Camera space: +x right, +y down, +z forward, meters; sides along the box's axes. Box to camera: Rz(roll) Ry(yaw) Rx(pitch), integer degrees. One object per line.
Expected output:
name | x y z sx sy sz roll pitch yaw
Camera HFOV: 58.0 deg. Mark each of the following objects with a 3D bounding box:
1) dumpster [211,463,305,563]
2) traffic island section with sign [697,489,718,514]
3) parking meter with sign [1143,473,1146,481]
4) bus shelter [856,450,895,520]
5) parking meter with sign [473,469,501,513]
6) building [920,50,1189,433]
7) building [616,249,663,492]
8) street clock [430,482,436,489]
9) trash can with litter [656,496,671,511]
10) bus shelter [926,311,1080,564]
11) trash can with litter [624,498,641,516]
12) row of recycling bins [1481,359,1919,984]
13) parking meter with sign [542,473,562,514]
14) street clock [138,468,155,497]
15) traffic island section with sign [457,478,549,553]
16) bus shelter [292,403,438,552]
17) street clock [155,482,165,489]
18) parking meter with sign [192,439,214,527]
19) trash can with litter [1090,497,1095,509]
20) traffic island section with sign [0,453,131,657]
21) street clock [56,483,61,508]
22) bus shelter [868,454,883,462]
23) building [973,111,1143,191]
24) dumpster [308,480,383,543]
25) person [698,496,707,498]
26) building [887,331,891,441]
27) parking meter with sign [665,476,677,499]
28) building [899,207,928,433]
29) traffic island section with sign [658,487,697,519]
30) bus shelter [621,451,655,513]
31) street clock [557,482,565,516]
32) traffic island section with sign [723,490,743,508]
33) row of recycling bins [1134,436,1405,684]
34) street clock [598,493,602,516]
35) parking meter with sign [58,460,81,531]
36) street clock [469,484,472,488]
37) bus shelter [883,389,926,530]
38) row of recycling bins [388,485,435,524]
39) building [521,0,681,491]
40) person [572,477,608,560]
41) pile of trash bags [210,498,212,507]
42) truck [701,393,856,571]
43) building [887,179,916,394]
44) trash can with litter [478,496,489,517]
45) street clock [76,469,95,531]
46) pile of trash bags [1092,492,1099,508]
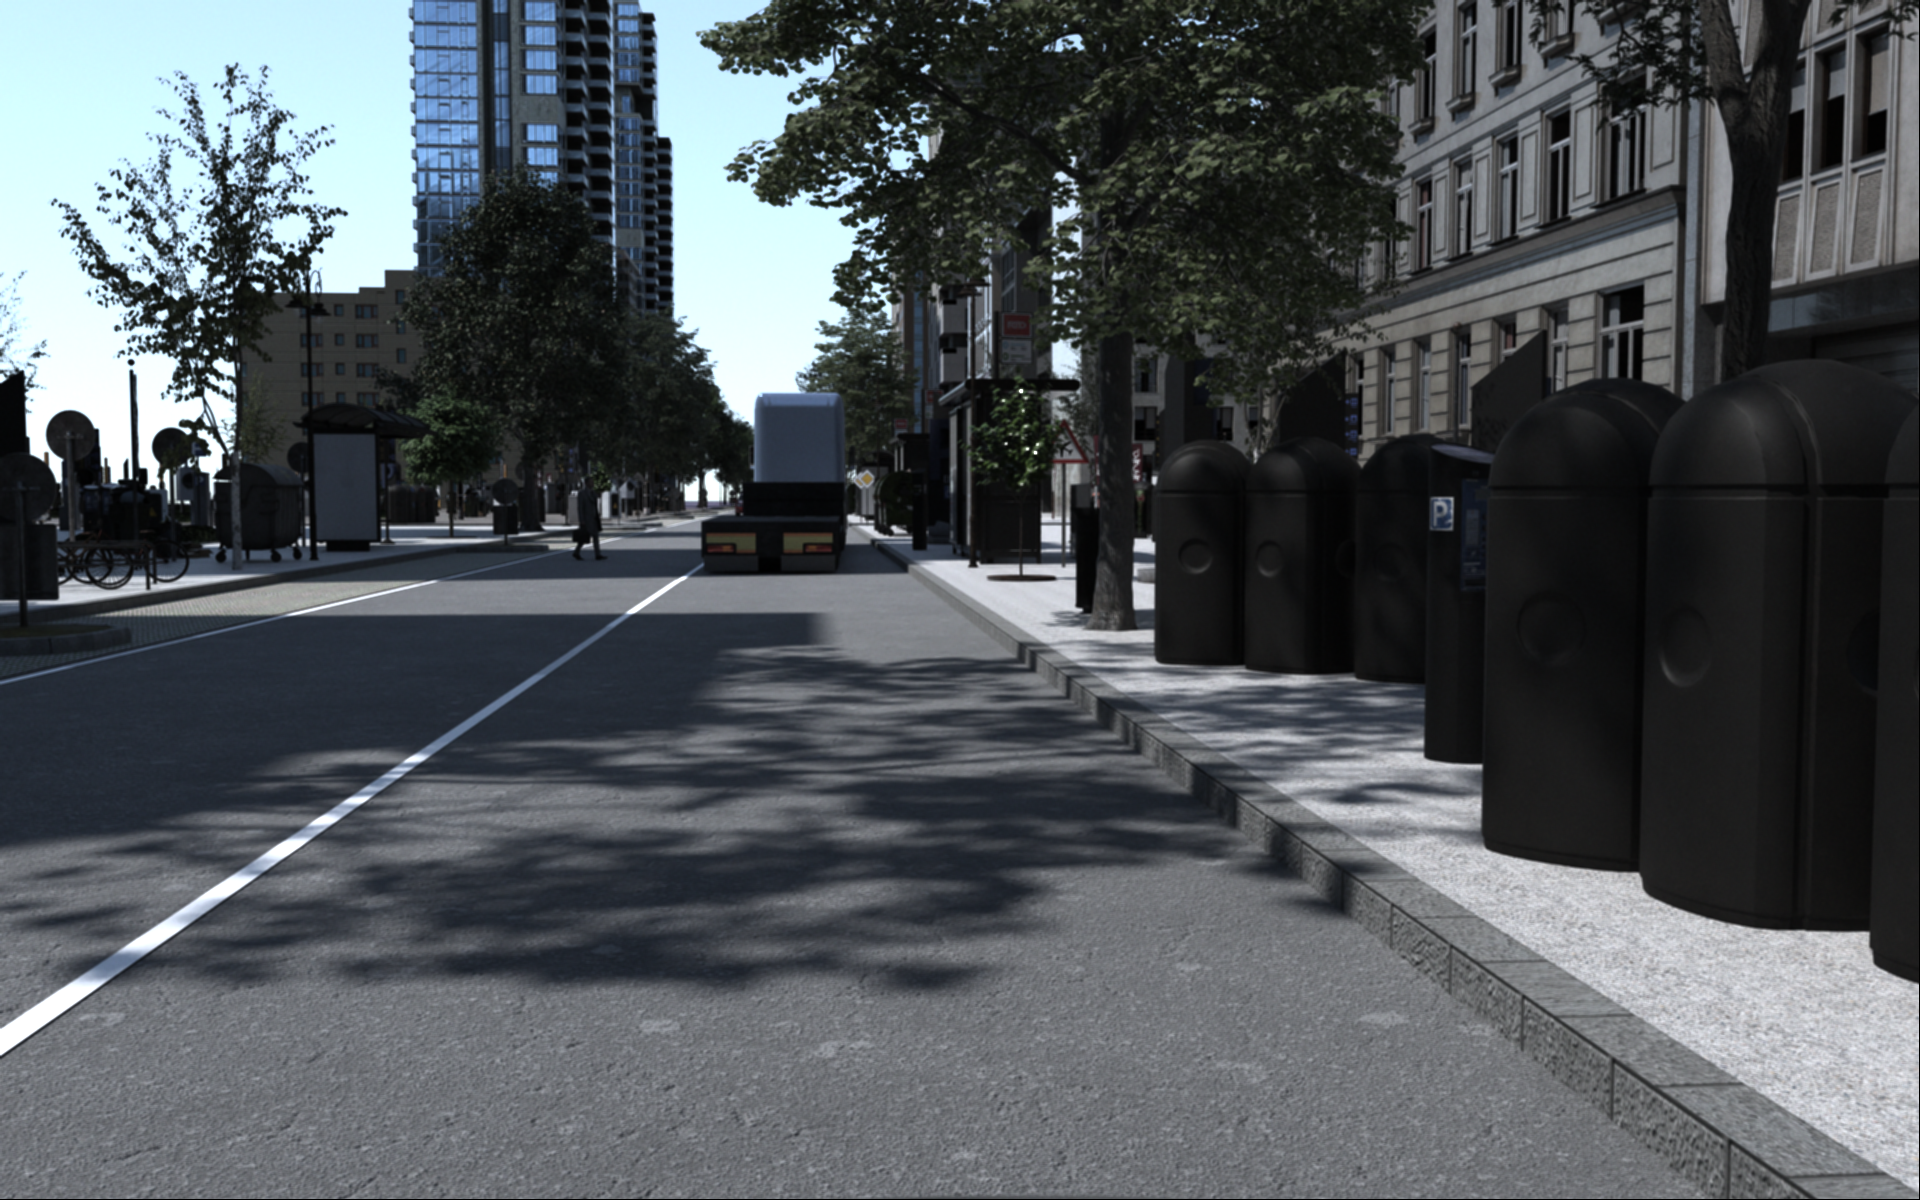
dumpster | -13.408 -1.672 33.099 1.264 1.857 1.865 0 4 -5
traffic island section with sign | -18.658 -7.188 126.158 1.989 1.847 2.006 0 4 -5
parking meter with sign | 6.336 -4.055 62.558 1.738 3.016 0.543 3 5 43
bus shelter | -3.891 -5.389 82.027 2.014 3.302 5.546 0 4 -5
parking meter with sign | -32.703 -7.591 120.380 1.738 3.016 0.543 -1 4 -8
building | 10.514 -37.636 204.590 28.713 52.752 27.495 0 4 -5
building | -60.467 -34.432 254.843 32.217 40.220 23.993 0 4 -5
street clock | -32.633 -6.270 107.084 0.471 2.002 0.358 0 4 -2
trash can with litter | -21.971 -7.177 128.737 1.055 1.170 0.624 2 4 28
bus shelter | 0.767 -3.554 35.737 2.179 5.291 8.768 0 4 -5
trash can with litter | -19.185 -5.514 101.549 1.055 1.170 0.624 0 4 -7
row of recycling bins | 2.818 0.131 4.970 1.069 1.692 3.534 -1 4 -23
parking meter with sign | -26.385 -7.047 111.480 0.543 3.016 1.738 2 4 34
street clock | -22.667 -2.661 48.085 0.358 2.002 0.471 -1 4 -22
traffic island section with sign | -11.269 -2.095 42.876 1.989 1.847 2.006 0 4 -5
bus shelter | -13.989 -2.888 41.138 2.014 3.302 5.546 0 4 -5
street clock | -46.335 -5.875 100.623 0.358 2.002 0.471 -1 4 -10
parking meter with sign | -24.512 -3.655 56.027 0.543 3.016 1.738 -1 4 -16
trash can with litter | 6.188 -4.097 78.366 1.055 1.170 0.624 2 4 29
traffic island section with sign | -8.900 -0.452 16.025 1.989 1.847 2.006 0 4 -5
street clock | -58.262 -6.566 111.921 0.358 2.002 0.471 -1 4 -16
bus shelter | -3.611 -6.834 89.360 2.179 5.291 8.768 0 4 -5
building | 14.402 -29.819 179.426 32.217 40.220 23.993 0 4 -5
dumpster | -16.253 -2.650 45.820 1.502 2.255 1.985 0 4 -5
person | -34.062 -13.451 229.152 1.217 1.736 0.721 -1 4 -9
building | -6.010 -32.641 305.376 14.160 30.474 14.107 0 4 -5
parking meter with sign | -25.284 -9.434 150.501 1.738 3.016 0.543 -2 4 -33
building | -2.038 -37.503 263.277 14.600 45.320 14.200 0 4 -5
traffic island section with sign | -16.279 -5.546 99.307 1.989 1.847 2.006 0 4 -5
bus shelter | -23.014 -8.873 122.699 2.179 5.291 8.768 0 4 -5
street clock | -23.672 -6.041 103.341 0.358 2.002 0.471 2 4 34
traffic island section with sign | -23.100 -10.260 176.378 1.989 1.847 2.006 0 4 -5
row of recycling bins | 2.902 -0.321 12.355 3.534 1.692 1.069 3 5 40
street clock | -21.100 -5.948 101.824 0.471 2.002 0.358 0 4 -1
parking meter with sign | -31.543 -3.983 61.384 0.543 3.016 1.738 -1 4 -15
street clock | -35.173 -7.305 124.010 0.358 2.002 0.471 1 4 22
bus shelter | -1.462 -5.273 63.849 2.179 5.291 8.768 0 4 -5
row of recycling bins | -24.254 -4.243 76.483 1.069 1.692 3.534 1 4 8
building | -56.836 -59.306 282.316 22.319 86.520 31.000 0 4 -5
person | -8.045 -1.775 37.620 0.767 1.812 0.694 2 4 24
pile of trash bags | -37.941 -4.882 89.565 1.912 1.369 3.447 1 4 22
truck | -3.932 -3.083 40.173 2.967 4.110 18.799 0 4 -3
building | 2.749 -42.515 284.362 28.713 52.752 27.495 0 4 -5
trash can with litter | -26.884 -5.266 97.489 0.624 1.170 1.055 0 4 -7
street clock | -25.153 -2.770 49.856 0.471 2.002 0.358 -1 4 -21
pile of trash bags | 8.192 -4.776 87.836 3.447 1.369 1.912 2 4 35
